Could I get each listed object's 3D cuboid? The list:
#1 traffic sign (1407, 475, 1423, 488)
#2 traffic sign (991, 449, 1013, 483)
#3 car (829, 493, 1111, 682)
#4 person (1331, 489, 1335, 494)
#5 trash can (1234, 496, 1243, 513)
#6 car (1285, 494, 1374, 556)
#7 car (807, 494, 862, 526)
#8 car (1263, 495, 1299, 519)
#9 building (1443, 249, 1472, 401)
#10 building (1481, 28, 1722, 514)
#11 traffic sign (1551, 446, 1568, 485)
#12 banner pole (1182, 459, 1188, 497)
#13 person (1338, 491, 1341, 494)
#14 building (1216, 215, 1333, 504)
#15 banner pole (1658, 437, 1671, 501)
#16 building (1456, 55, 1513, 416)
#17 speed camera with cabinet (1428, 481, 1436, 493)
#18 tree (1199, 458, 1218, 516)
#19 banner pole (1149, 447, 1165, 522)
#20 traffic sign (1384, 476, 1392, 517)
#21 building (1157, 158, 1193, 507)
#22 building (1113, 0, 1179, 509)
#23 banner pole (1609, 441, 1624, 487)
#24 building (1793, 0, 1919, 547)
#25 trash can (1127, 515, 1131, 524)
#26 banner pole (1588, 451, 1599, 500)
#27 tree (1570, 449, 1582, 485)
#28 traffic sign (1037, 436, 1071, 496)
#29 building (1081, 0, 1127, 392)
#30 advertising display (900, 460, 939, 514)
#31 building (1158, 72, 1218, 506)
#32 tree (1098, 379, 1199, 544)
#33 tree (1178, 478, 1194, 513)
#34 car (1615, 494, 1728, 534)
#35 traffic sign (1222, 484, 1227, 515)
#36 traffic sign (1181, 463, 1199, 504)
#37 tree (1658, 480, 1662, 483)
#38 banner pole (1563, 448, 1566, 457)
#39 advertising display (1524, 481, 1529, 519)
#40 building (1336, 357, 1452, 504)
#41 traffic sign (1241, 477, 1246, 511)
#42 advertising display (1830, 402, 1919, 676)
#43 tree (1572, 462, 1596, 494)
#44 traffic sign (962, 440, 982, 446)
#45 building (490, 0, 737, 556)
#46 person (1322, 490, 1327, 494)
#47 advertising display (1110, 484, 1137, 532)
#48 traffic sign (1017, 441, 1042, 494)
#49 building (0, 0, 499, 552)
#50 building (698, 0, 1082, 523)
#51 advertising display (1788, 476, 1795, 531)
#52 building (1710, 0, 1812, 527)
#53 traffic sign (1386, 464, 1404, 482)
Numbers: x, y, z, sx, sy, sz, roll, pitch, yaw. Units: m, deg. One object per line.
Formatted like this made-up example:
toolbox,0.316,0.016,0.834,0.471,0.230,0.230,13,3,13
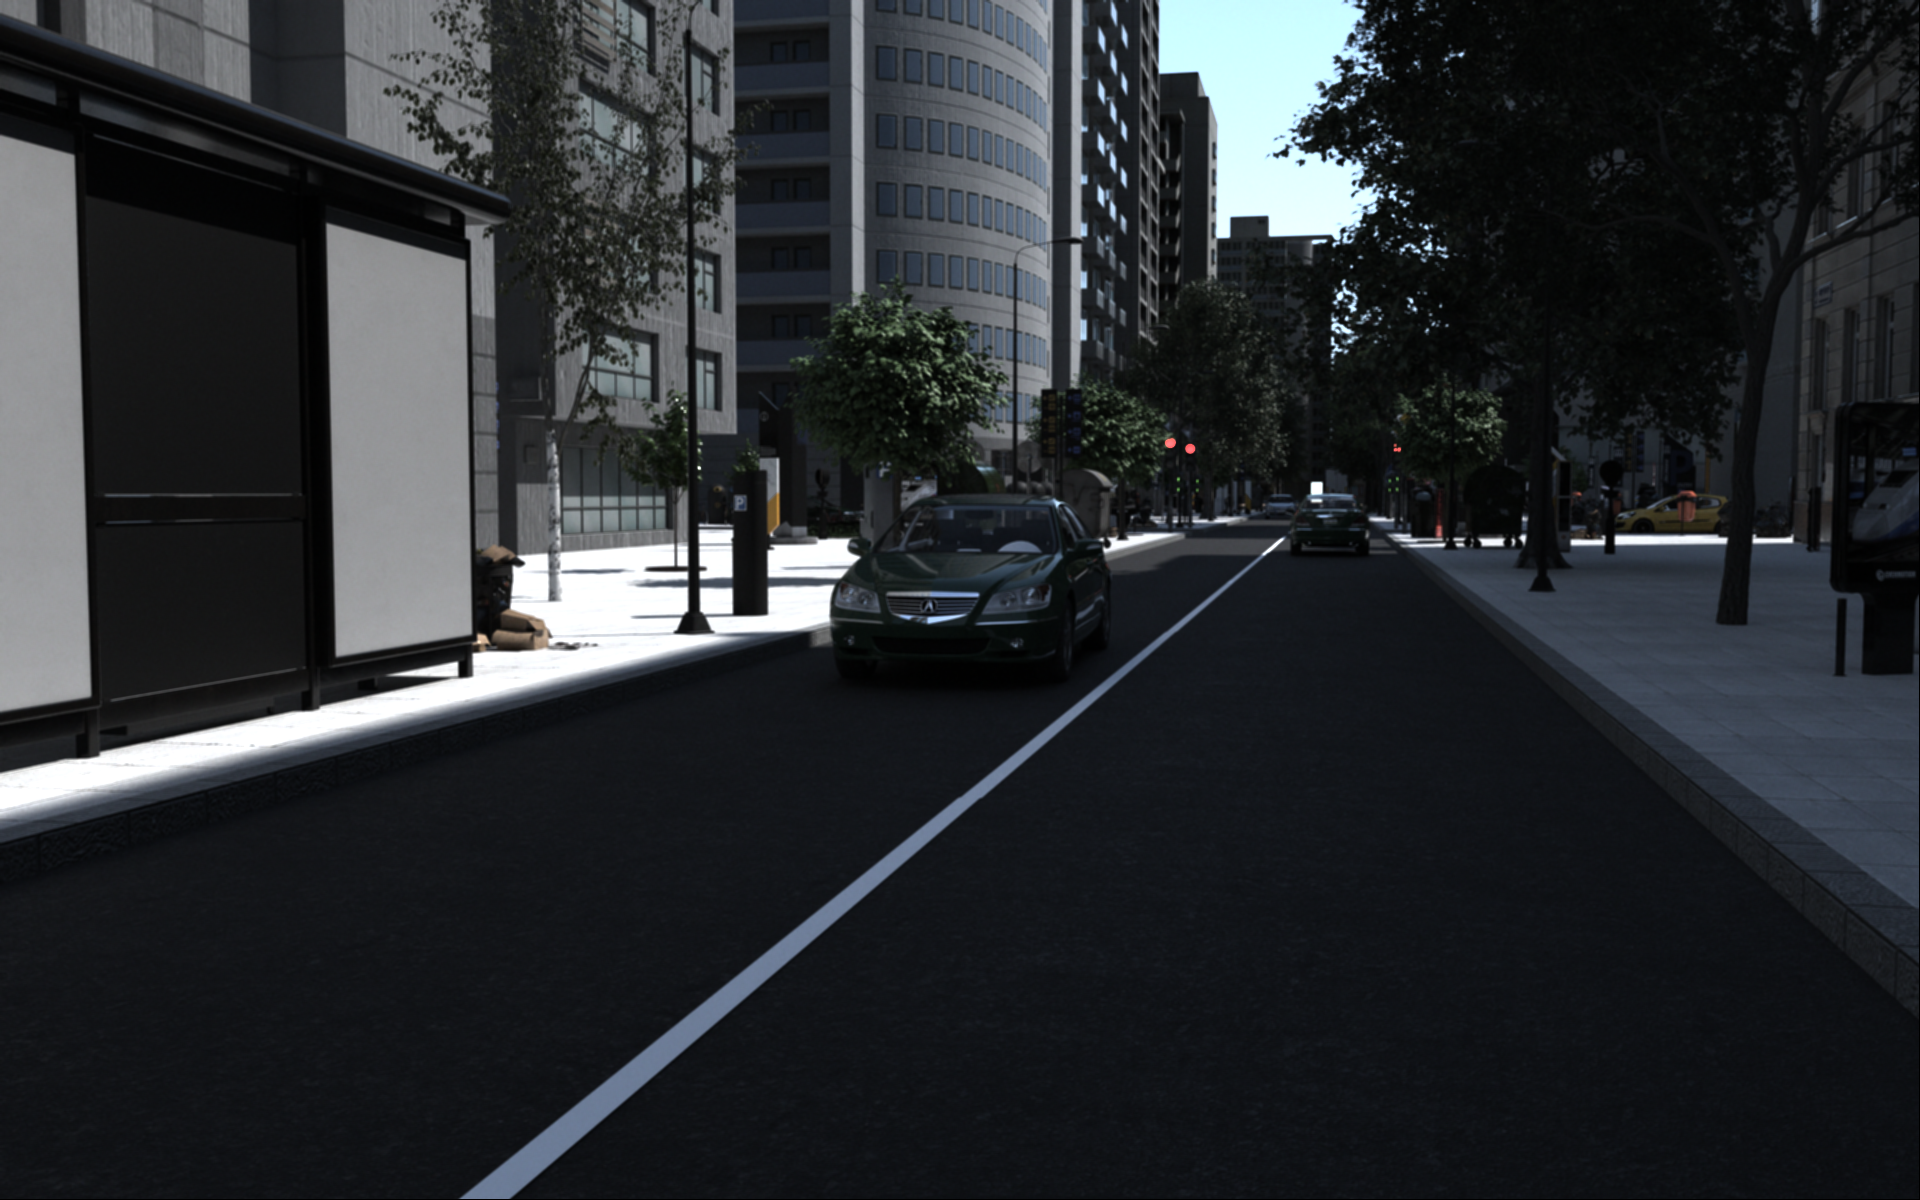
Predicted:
traffic sign,17.270,-4.008,65.539,0.884,2.594,0.081,1,4,16
traffic sign,0.981,-2.260,39.073,0.606,2.300,0.079,1,4,20
car,0.226,-0.187,14.853,2.131,1.459,4.920,1,4,11
person,22.660,-5.866,105.159,0.760,1.731,0.466,-2,4,-28
trash can,18.892,-6.507,118.039,0.748,1.137,0.748,0,3,0
car,8.915,-1.835,41.804,2.131,1.459,4.920,1,4,11
car,-5.661,-3.362,64.757,4.222,1.686,2.009,1,4,11
car,18.445,-5.357,99.592,2.014,1.417,4.499,1,4,10
building,63.081,-34.445,182.784,23.786,49.044,30.456,1,4,12
building,50.883,-32.355,118.241,28.713,52.752,27.495,1,4,12
traffic sign,14.151,-2.463,41.460,0.795,2.450,0.064,1,4,20
banner pole,14.265,-7.304,109.438,0.863,3.779,0.401,-1,4,-22
person,32.450,-8.473,147.772,1.217,1.736,0.721,-3,5,-44
building,40.661,-33.816,244.767,23.993,40.220,32.217,1,4,12
banner pole,29.984,-5.125,73.808,0.863,3.779,0.401,-2,4,-26
building,56.234,-30.549,154.102,22.147,44.769,28.867,1,4,12
speed camera with cabinet,20.296,-4.905,74.526,0.660,3.252,2.038,0,4,5
tree,5.104,-4.304,54.084,4.285,4.588,4.351,0,3,0
banner pole,9.208,-5.533,80.483,0.863,3.779,0.401,2,4,26
traffic sign,22.929,-5.622,92.022,0.768,2.556,0.104,1,4,17
building,7.170,-29.575,175.434,32.217,40.220,23.993,1,4,12
building,8.922,-43.613,151.331,20.563,71.187,20.611,1,4,12
banner pole,30.132,-5.488,79.750,0.863,3.779,0.401,3,5,43
building,24.800,-14.332,31.599,12.463,27.353,25.104,1,4,12
trash can,6.680,-3.614,70.737,0.748,1.137,0.748,0,3,0
banner pole,36.924,-6.785,100.951,0.401,3.779,0.863,-2,4,-33
tree,34.159,-7.118,100.101,4.285,4.588,4.351,0,3,0
traffic sign,2.056,-2.316,37.970,0.768,2.556,0.104,1,4,18
building,0.092,-30.983,126.174,23.786,49.044,30.456,1,4,12
advertising display,-0.882,-1.675,32.600,0.974,1.923,0.123,-1,4,-12
building,18.063,-35.147,198.348,21.600,48.544,21.300,1,4,12
tree,3.294,-3.759,45.175,4.285,4.588,4.351,0,3,0
tree,15.491,-7.617,119.134,1.663,3.219,1.824,0,3,0
car,24.198,-2.951,58.471,3.980,1.641,2.015,1,4,13
traffic sign,15.794,-6.356,104.033,0.768,2.556,0.104,1,4,22
traffic sign,9.151,-4.222,69.131,0.768,2.556,0.104,1,4,17
tree,43.566,-6.759,105.114,1.663,3.219,1.824,0,3,0
banner pole,32.538,-6.325,93.438,0.401,3.779,0.863,2,4,26
advertising display,28.971,-5.032,87.489,0.974,1.923,0.123,-1,4,-13
building,66.060,-24.016,237.694,28.899,21.520,27.650,1,4,12
traffic sign,21.055,-7.805,127.713,0.768,2.556,0.104,1,4,19
advertising display,6.617,-0.433,12.299,0.974,1.923,0.123,-1,4,-18
tree,37.445,-6.739,104.776,1.663,3.219,1.824,0,3,0
traffic sign,0.194,-2.435,39.912,0.768,2.556,0.104,1,4,16
building,-13.566,-21.955,42.567,14.086,41.232,14.154,1,4,12
person,33.779,-9.277,160.039,0.709,1.838,0.599,3,5,40
advertising display,5.410,-3.220,57.859,0.974,1.923,0.123,0,4,-1
traffic sign,1.630,-2.519,41.298,0.768,2.556,0.104,1,4,20
building,-20.349,-28.842,13.574,21.231,58.520,28.212,1,4,12
building,-6.123,-33.462,89.099,21.231,58.520,28.212,1,4,12
advertising display,29.341,-3.419,61.115,0.123,1.923,0.974,1,4,21
building,44.982,-27.570,74.466,21.600,48.544,21.300,1,4,12
traffic sign,17.703,-4.296,70.353,0.768,2.556,0.104,1,4,15
